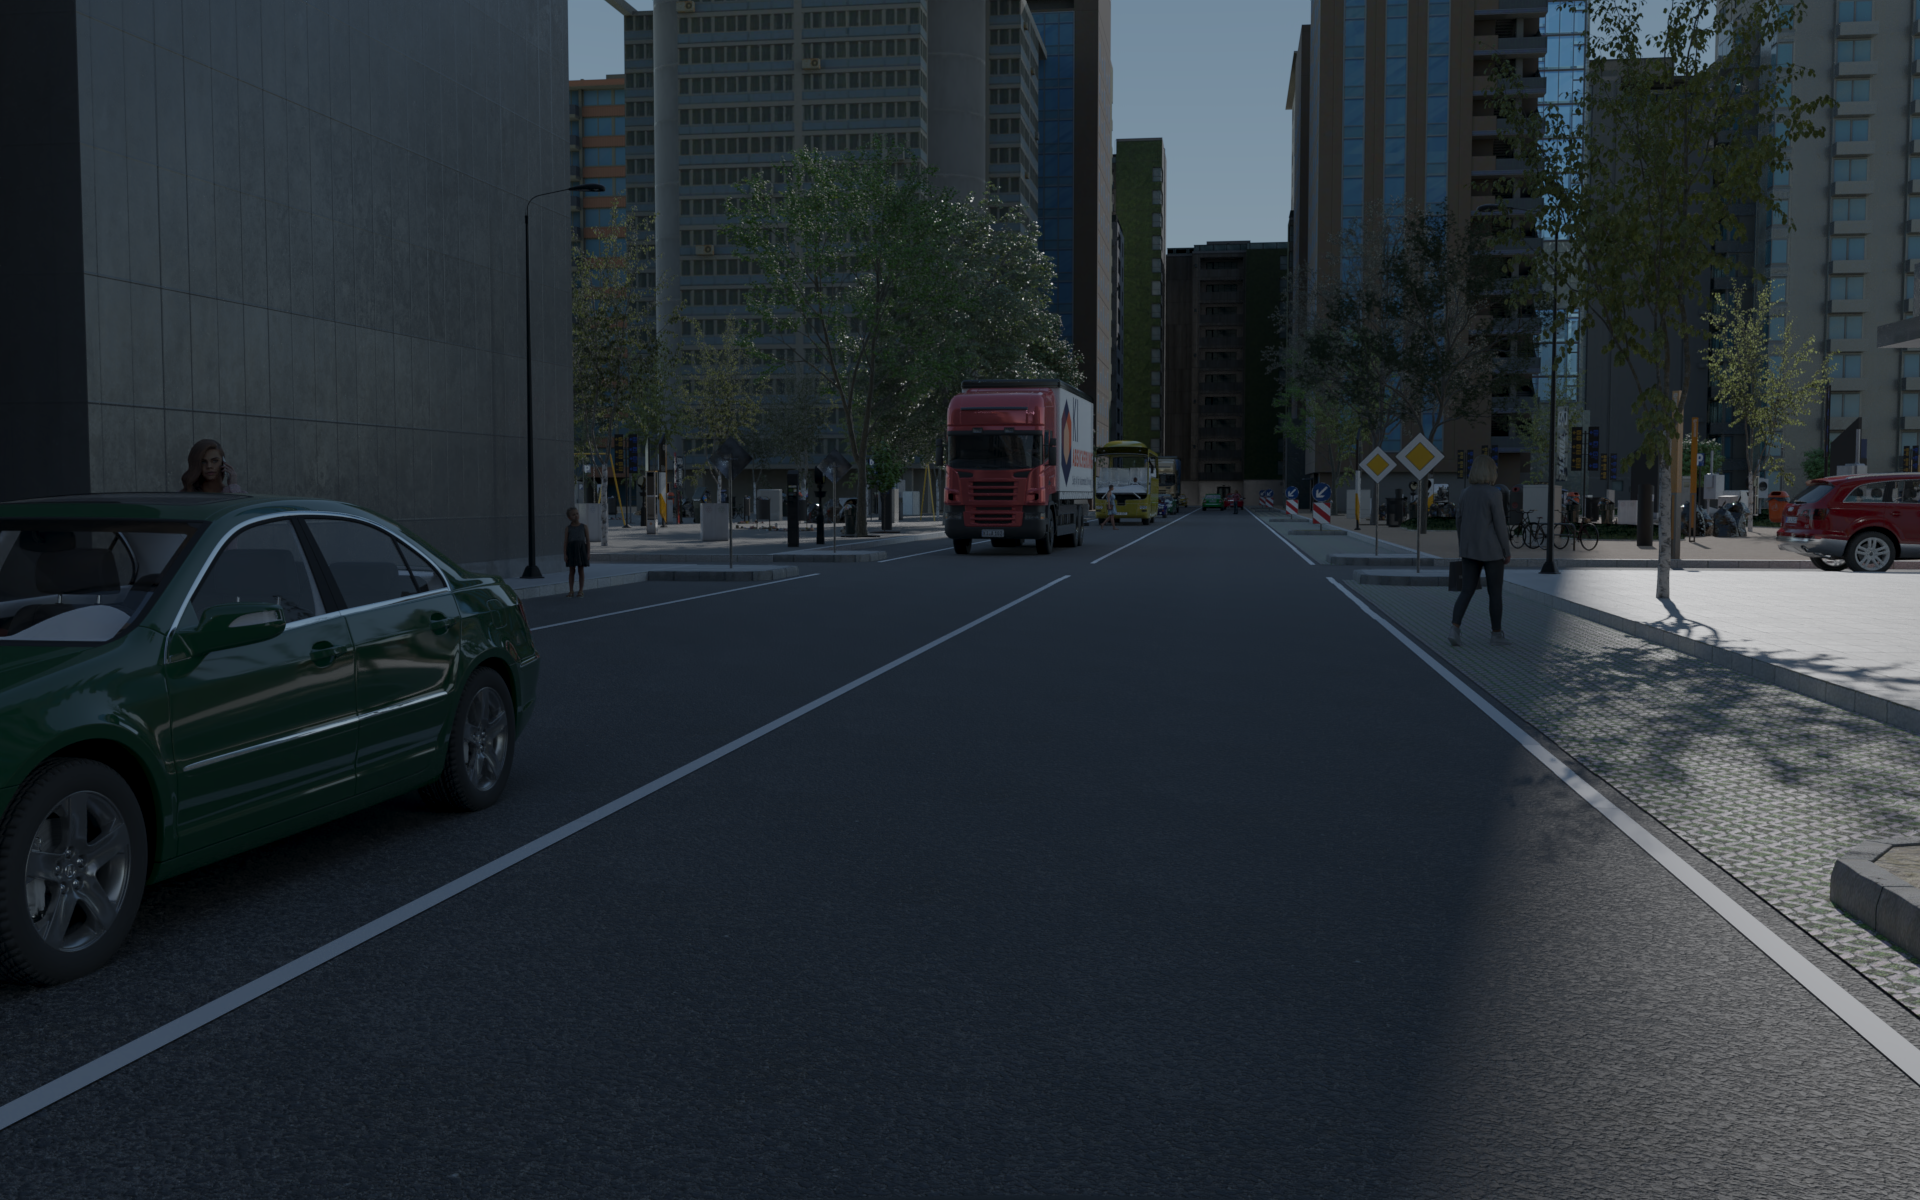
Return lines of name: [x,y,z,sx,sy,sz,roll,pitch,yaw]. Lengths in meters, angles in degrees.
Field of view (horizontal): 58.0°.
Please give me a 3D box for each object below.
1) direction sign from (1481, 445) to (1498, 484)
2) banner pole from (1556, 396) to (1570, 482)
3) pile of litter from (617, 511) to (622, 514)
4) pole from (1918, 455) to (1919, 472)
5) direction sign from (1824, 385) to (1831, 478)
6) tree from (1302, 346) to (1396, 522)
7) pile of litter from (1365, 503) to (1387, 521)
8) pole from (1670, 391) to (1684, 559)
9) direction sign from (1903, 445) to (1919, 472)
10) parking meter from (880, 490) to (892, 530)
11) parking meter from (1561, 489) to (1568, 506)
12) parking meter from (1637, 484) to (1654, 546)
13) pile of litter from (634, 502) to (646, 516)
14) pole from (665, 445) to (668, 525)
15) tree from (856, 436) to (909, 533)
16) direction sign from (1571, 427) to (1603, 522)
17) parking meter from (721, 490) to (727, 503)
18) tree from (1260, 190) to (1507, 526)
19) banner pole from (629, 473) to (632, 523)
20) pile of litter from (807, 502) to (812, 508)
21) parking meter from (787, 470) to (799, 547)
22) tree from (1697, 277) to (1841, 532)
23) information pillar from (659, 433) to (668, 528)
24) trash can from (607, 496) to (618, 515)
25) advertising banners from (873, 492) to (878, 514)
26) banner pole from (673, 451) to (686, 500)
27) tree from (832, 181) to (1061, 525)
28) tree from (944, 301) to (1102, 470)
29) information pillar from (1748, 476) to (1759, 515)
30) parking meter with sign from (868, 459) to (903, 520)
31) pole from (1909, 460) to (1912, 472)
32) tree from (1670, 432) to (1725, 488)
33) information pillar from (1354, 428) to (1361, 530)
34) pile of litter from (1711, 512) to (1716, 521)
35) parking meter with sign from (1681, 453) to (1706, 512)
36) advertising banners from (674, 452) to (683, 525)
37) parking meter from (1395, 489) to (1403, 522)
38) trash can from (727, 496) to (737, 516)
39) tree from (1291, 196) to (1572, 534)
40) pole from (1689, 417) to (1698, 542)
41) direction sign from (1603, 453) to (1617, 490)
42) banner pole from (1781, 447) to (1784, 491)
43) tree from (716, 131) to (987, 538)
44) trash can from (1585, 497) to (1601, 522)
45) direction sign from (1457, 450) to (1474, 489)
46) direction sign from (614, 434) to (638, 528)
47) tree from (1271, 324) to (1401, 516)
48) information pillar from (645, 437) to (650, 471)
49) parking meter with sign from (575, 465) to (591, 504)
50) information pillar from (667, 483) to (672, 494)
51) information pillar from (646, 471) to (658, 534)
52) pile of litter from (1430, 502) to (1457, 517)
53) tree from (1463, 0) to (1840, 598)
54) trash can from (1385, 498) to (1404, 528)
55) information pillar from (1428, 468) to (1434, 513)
direction sign: [24.499,-5.392,80.158,0.379,3.537,0.876,-3,5,-39]
banner pole: [14.989,-3.266,43.410,0.401,3.779,0.863,-1,4,-16]
pile of litter: [-22.422,-5.929,110.910,1.719,0.858,1.176,0,4,-6]
pole: [49.789,-5.878,89.942,0.158,3.312,0.155,0,3,0]
direction sign: [18.212,-2.717,36.426,0.379,3.537,0.876,1,4,22]
tree: [18.172,-7.912,79.729,4.737,8.622,4.395,0,3,0]
pile of litter: [20.213,-4.278,83.914,1.176,0.858,1.719,1,4,18]
pole: [14.160,-2.471,34.243,0.158,3.312,0.155,0,3,0]
direction sign: [44.436,-5.444,81.011,0.379,3.537,0.876,-1,4,-14]
parking meter: [-2.632,-3.429,61.780,0.399,1.863,0.255,0,4,7]
parking meter: [27.566,-4.321,79.063,0.372,1.533,0.369,0,3,0]
parking meter: [16.926,-2.101,42.769,0.372,1.533,0.369,0,3,0]
pile of litter: [-19.216,-5.538,104.515,1.176,0.858,1.719,1,4,21]
pole: [-12.267,-4.775,71.906,0.158,3.312,0.155,0,3,0]
tree: [-2.628,-3.828,57.188,1.663,3.219,1.824,0,3,0]
direction sign: [21.009,-4.053,58.266,0.876,3.537,0.379,2,4,26]
parking meter: [-13.386,-5.476,97.951,0.372,1.533,0.369,0,3,0]
tree: [17.021,-9.787,70.380,12.009,13.543,11.850,0,3,0]
banner pole: [-14.415,-5.248,75.819,0.401,3.779,0.863,0,4,-4]
pile of litter: [-9.151,-5.376,101.859,1.176,0.858,1.719,3,4,38]
parking meter: [-4.048,-2.221,42.027,0.255,1.863,0.399,0,4,0]
tree: [27.132,-6.630,58.766,4.360,8.622,3.978,0,3,0]
information pillar: [-11.393,-4.586,66.336,0.183,3.616,0.504,1,4,12]
trash can: [-21.517,-5.835,107.049,0.748,1.137,0.748,0,3,0]
advertising banners: [-4.883,-7.120,112.606,2.074,3.025,0.090,3,5,41]
banner pole: [-16.218,-6.795,101.120,0.401,3.779,0.863,3,5,39]
tree: [-0.509,-10.067,71.252,9.857,13.997,8.962,0,3,0]
tree: [3.787,-11.210,100.295,9.611,12.733,9.660,0,3,0]
information pillar: [32.720,-4.094,71.435,0.304,2.012,0.304,3,5,45]
parking meter with sign: [-3.646,-5.449,85.349,1.738,3.016,0.543,2,4,24]
pole: [56.831,-6.719,103.693,0.158,3.312,0.155,0,3,0]
tree: [37.534,-6.436,88.946,4.285,4.588,4.351,0,3,0]
information pillar: [14.148,-4.295,61.581,0.183,3.616,0.504,1,4,22]
pile of litter: [37.089,-4.277,83.901,1.176,0.858,1.719,-3,5,-42]
parking meter with sign: [30.741,-4.728,73.569,1.738,3.016,0.543,-1,4,-18]
advertising banners: [-11.897,-4.704,73.095,0.090,3.025,2.074,0,4,0]
parking meter: [20.522,-4.437,80.962,0.372,1.533,0.369,0,3,0]
trash can: [-13.607,-5.562,102.599,0.748,1.137,0.748,0,3,0]
tree: [14.816,-7.387,55.185,8.767,10.594,7.601,1,4,10]
pole: [19.555,-3.201,46.171,0.158,3.312,0.155,0,3,0]
direction sign: [36.038,-6.379,96.297,0.876,3.537,0.379,0,4,4]
banner pole: [44.051,-6.292,92.883,0.401,3.779,0.863,1,4,23]
tree: [-3.033,-7.664,51.059,9.928,11.665,9.643,0,3,0]
trash can: [29.345,-4.202,80.363,0.748,1.137,0.748,0,3,0]
direction sign: [25.822,-5.905,88.544,0.876,3.537,0.379,3,5,44]
direction sign: [-12.612,-4.495,65.495,0.876,3.537,0.379,0,4,1]
tree: [22.374,-10.830,102.832,9.928,11.665,9.643,0,3,0]
information pillar: [-12.871,-4.900,71.463,0.183,3.616,0.504,-1,4,-23]
parking meter with sign: [-22.672,-6.505,102.615,1.738,3.016,0.543,3,4,36]
information pillar: [-18.645,-6.508,110.902,0.304,2.012,0.304,1,4,10]
information pillar: [-9.823,-3.103,55.227,0.304,2.012,0.304,0,4,5]
pile of litter: [25.893,-4.717,91.083,1.719,0.858,1.176,3,5,44]
tree: [8.445,-4.330,21.163,4.737,8.622,4.395,0,3,0]
trash can: [16.712,-3.362,66.614,0.748,1.137,0.748,0,3,0]
information pillar: [25.284,-6.244,93.446,0.504,3.616,0.183,0,4,1]
